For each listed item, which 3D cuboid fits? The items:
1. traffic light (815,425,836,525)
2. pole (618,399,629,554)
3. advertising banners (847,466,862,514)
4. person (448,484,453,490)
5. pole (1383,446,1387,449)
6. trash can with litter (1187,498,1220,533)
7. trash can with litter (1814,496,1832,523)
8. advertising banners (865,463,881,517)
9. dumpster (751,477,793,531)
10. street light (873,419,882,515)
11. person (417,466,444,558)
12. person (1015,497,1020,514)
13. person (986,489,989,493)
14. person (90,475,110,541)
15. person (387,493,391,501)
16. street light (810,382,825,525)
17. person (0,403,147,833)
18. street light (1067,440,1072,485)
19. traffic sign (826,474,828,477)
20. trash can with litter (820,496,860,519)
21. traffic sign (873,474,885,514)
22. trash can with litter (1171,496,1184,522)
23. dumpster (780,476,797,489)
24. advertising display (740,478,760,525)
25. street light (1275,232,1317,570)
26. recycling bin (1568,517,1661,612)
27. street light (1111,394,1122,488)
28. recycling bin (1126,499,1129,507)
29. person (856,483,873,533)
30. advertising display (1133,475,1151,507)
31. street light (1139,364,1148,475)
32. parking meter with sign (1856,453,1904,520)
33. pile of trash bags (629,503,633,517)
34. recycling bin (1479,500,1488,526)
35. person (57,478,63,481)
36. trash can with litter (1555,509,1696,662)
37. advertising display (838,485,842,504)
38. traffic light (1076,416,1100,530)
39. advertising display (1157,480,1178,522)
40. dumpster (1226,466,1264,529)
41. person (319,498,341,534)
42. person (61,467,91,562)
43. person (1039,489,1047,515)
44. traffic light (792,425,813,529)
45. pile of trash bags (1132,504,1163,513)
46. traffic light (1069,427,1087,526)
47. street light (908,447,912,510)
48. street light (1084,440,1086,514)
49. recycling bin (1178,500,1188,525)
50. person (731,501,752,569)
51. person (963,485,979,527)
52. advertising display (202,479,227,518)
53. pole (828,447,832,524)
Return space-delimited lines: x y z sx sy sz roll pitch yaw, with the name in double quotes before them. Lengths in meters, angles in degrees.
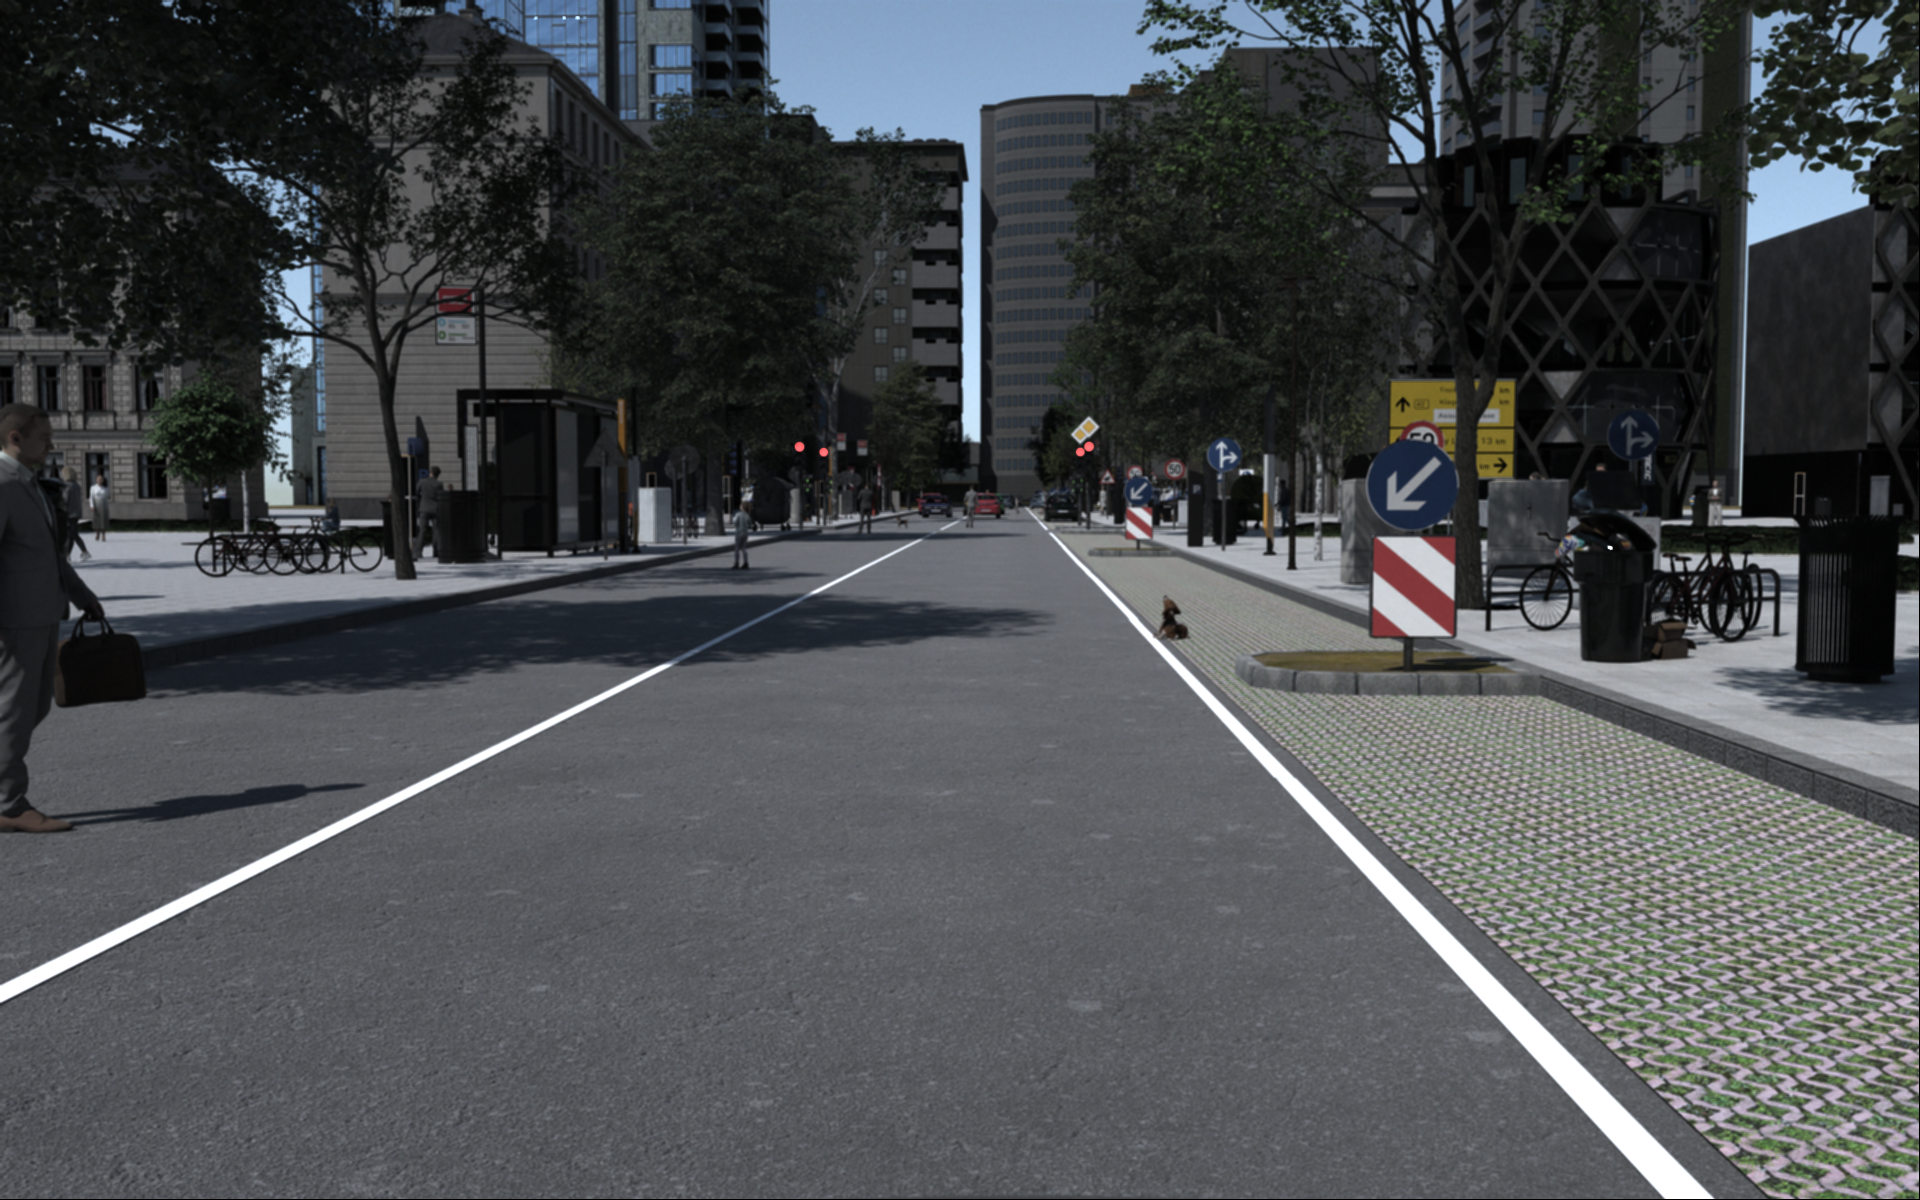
"traffic light" -5.502 -4.997 70.629 0.839 4.253 0.868 0 4 2
"pole" -7.261 -2.661 37.355 0.158 3.312 0.155 0 3 0
"advertising banners" -6.088 -6.896 108.944 2.074 3.025 0.090 -1 4 -13
"person" -23.064 -4.377 78.203 0.643 1.750 0.593 -1 4 -18
"pole" 18.041 -4.875 73.553 0.158 3.312 0.155 0 3 0
"trash can with litter" 7.712 -2.637 54.499 1.055 1.170 0.624 0 4 -3
"trash can with litter" 29.849 -3.044 60.821 2.233 1.210 1.678 1 4 12
"advertising banners" -4.949 -6.296 99.121 0.090 3.025 2.074 -2 4 -28
"dumpster" -6.562 -3.333 60.254 1.264 1.857 1.865 0 4 2
"street light" -4.980 -8.030 104.073 0.468 5.910 1.993 0 4 2
"person" -10.783 -1.792 35.141 0.655 1.846 0.447 -1 4 -18
"person" 4.161 -6.820 125.020 0.382 1.210 0.505 0 4 2
"person" 2.203 -8.039 140.036 0.694 1.812 0.767 -1 4 -10
"person" -23.369 -2.493 47.025 0.478 1.798 0.641 -2 4 -30
"person" -15.793 -2.310 48.056 0.306 1.304 0.590 0 4 1
"street light" -5.888 -6.054 71.777 0.468 5.910 1.993 0 4 2
"person" -3.957 0.078 7.340 0.853 1.813 0.709 -1 4 -14
"street light" 9.127 -10.525 144.865 0.468 5.910 1.993 0 4 2
"traffic sign" -7.064 -5.797 94.890 0.768 2.556 0.104 1 4 8
"trash can with litter" -6.298 -4.809 89.693 2.233 1.210 1.678 0 4 3
"traffic sign" -5.128 -6.680 109.326 0.768 2.556 0.104 0 4 5
"trash can with litter" 10.234 -4.272 81.226 0.624 1.170 1.055 2 4 23
"dumpster" -9.624 -5.585 93.806 1.502 2.255 1.985 0 4 2
"advertising display" -8.613 -4.043 71.314 0.974 1.923 0.123 2 4 25
"street light" 5.629 -3.450 29.193 0.468 5.910 1.993 0 4 2
"recycling bin" 7.217 -0.401 19.119 0.722 1.027 0.722 -1 4 -10
"street light" 7.205 -6.563 80.087 0.468 5.910 1.993 0 4 2
"recycling bin" 11.211 -6.513 119.035 0.722 1.027 0.722 3 5 42
"person" -3.491 -3.375 63.484 0.655 1.846 0.447 -1 4 -17
"advertising display" 6.288 -3.342 59.856 0.123 1.923 0.974 -2 4 -27
"street light" 6.539 -5.440 61.738 0.468 5.910 1.993 0 4 2
"parking meter with sign" 38.467 -4.656 72.388 1.738 3.016 0.543 2 4 33
"pile of trash bags" -12.623 -3.088 60.235 3.447 1.369 1.912 -2 4 -33
"recycling bin" 22.267 -3.724 73.443 0.722 1.027 0.722 2 4 27
"person" -28.354 -2.952 54.559 0.600 1.795 0.529 -2 4 -33
"trash can with litter" 5.199 -0.128 13.476 1.055 1.170 0.624 -2 4 -31
"advertising display" -8.177 -7.104 121.361 0.974 1.923 0.123 -1 4 -14
"traffic light" 4.611 -4.491 62.348 0.839 4.253 0.868 0 4 2
"advertising display" 9.433 -4.500 78.792 0.974 1.923 0.123 0 4 5
"dumpster" 10.335 -3.646 62.104 1.502 2.255 1.985 0 4 2
"person" -20.156 -2.675 55.285 0.738 1.151 1.012 -1 4 -19
"person" -16.806 -1.619 32.699 0.728 1.800 0.709 0 4 4
"person" 5.838 -6.771 119.292 0.778 1.811 0.616 0 4 7
"traffic light" -5.746 -4.509 62.648 0.839 4.253 0.868 0 4 2
"pile of trash bags" 9.845 -4.983 91.227 1.912 1.369 3.447 0 4 -3
"traffic light" 4.855 -4.979 70.329 0.839 4.253 0.868 0 4 2
"street light" -3.980 -10.007 136.394 0.468 5.910 1.993 0 4 2
"street light" 8.178 -8.551 112.592 0.468 5.910 1.993 0 4 2
"recycling bin" 9.447 -3.585 71.171 0.722 1.027 0.722 3 5 45
"person" -4.181 -1.237 33.009 0.394 1.301 0.425 2 4 31
"person" 0.479 -4.027 74.465 0.709 1.813 0.853 0 4 5
"advertising display" -32.036 -4.237 74.481 0.974 1.923 0.123 -1 4 -17
"pole" -5.630 -4.962 74.965 0.158 3.312 0.155 0 3 0
